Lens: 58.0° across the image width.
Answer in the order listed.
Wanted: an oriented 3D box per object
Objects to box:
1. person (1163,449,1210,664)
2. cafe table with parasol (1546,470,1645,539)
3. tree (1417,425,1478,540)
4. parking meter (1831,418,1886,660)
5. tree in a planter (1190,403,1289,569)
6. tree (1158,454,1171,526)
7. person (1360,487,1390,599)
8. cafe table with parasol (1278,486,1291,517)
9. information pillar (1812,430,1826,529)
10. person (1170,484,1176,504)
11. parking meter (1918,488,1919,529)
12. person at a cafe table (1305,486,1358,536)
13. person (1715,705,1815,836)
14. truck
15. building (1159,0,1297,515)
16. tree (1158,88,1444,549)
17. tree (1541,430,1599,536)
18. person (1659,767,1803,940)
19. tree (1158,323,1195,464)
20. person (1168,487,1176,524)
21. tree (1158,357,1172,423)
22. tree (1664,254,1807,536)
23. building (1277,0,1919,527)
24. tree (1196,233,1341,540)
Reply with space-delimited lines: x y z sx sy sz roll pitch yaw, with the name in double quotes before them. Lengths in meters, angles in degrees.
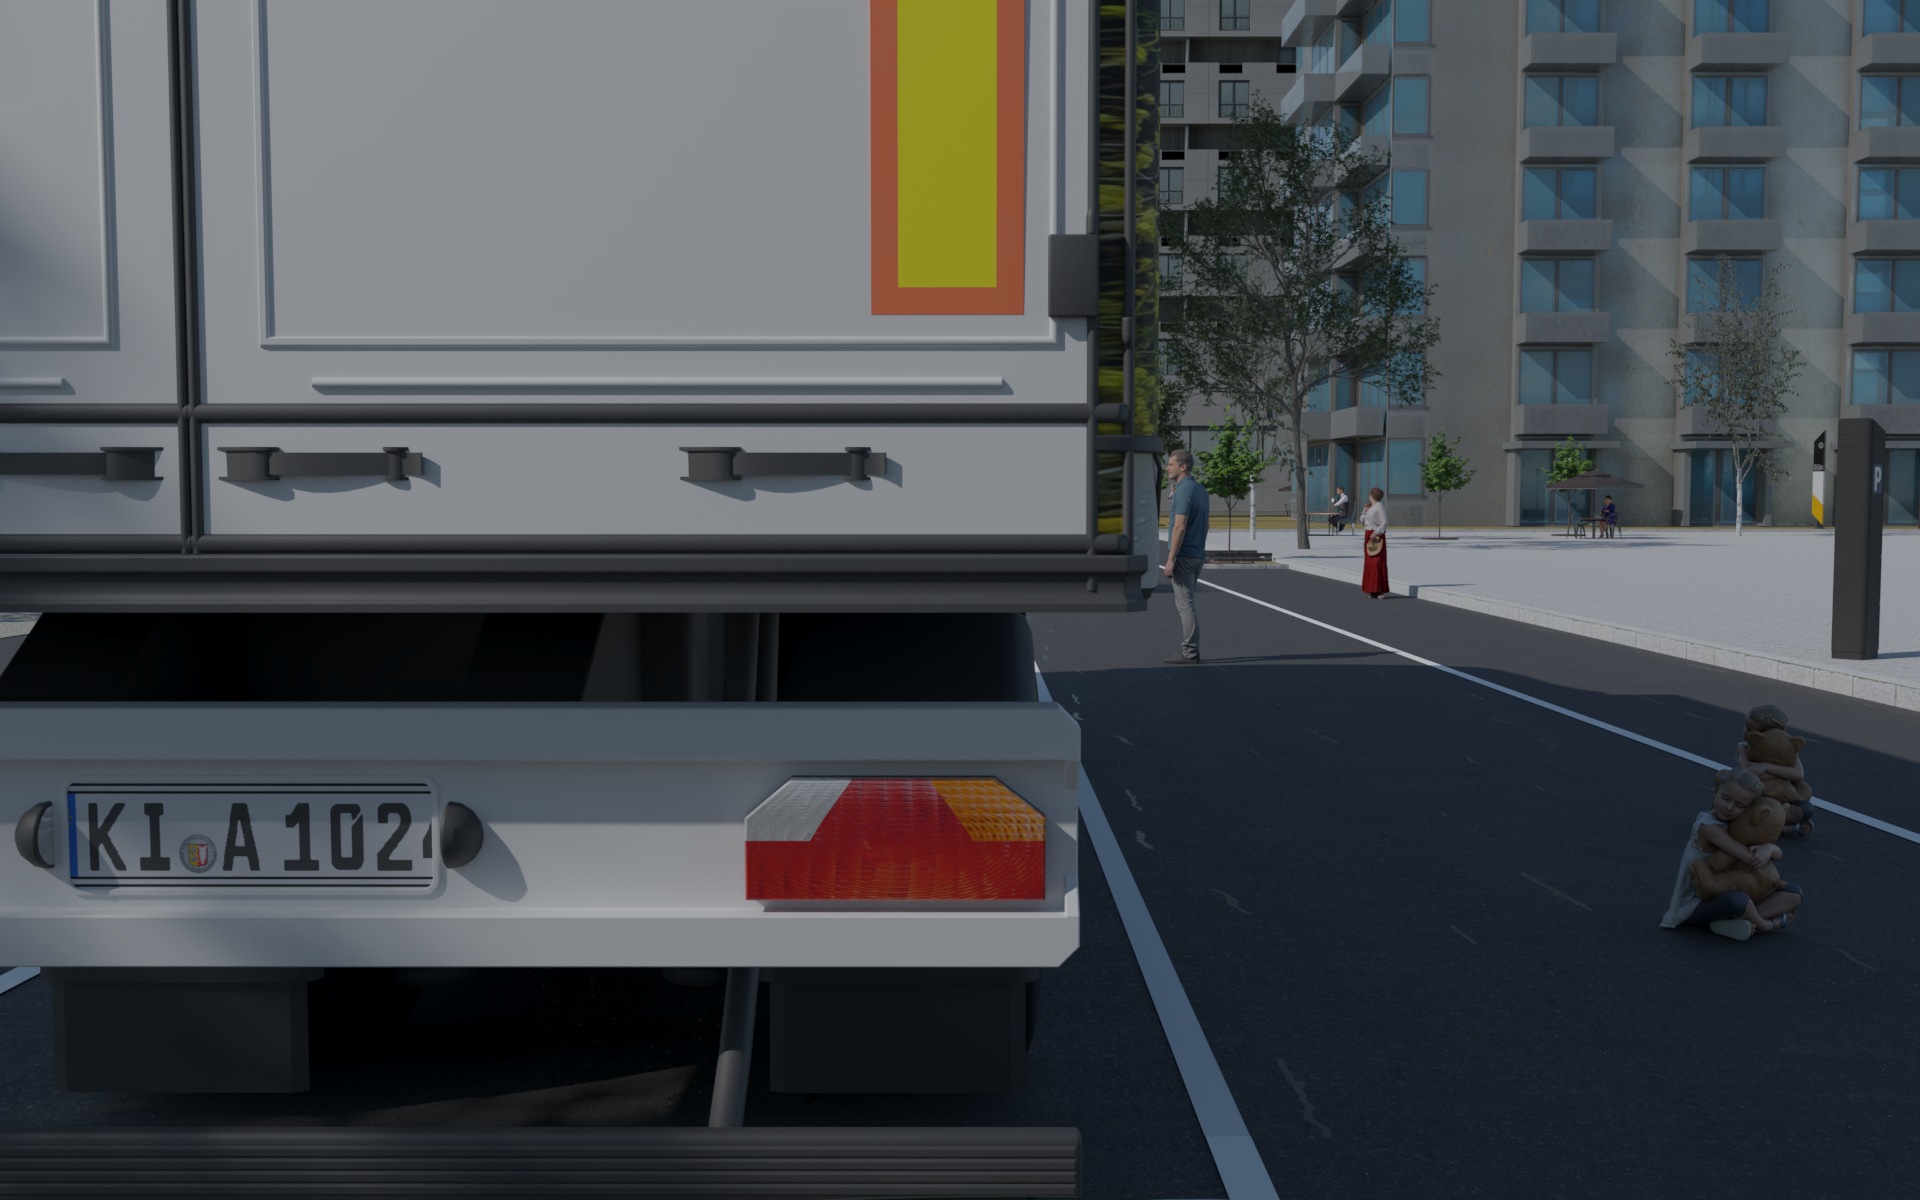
"person" 1.893 -0.371 14.697 0.434 1.807 0.598 3 4 38
"cafe table with parasol" 18.221 -2.744 49.734 2.610 1.966 2.610 2 4 28
"tree" 13.484 -3.309 48.697 1.663 3.219 1.824 0 3 0
"parking meter" 7.009 -0.477 13.509 0.255 1.863 0.399 3 5 44
"tree in a planter" 5.324 -2.256 34.103 1.991 3.239 1.994 0 3 0
"tree" 7.669 -4.612 70.005 1.663 3.219 1.824 0 3 0
"person" 5.710 -0.784 23.781 0.387 1.526 0.523 -1 4 -11
"cafe table with parasol" 18.757 -5.536 95.385 2.610 1.966 2.610 0 4 0
"information pillar" 31.655 -4.431 63.805 0.183 3.616 0.504 -1 4 -20
"person" 9.298 -4.180 75.325 0.756 1.711 0.436 -3 4 -37
"parking meter" 35.514 -3.546 63.694 0.399 1.863 0.255 3 5 45
"person at a cafe table" 11.388 -2.742 53.339 1.622 1.524 1.698 0 4 6
"person" 3.404 0.712 7.334 0.381 0.543 0.357 1 4 20
"truck" -0.954 -1.149 7.700 2.839 4.237 11.283 0 3 0
"building" 23.115 -32.465 120.040 28.713 52.752 27.495 0 3 0
"tree" 7.711 -6.471 40.209 7.601 10.594 8.767 2 4 23
"tree" 18.523 -3.570 52.963 1.663 3.219 1.824 0 3 0
"person" 2.515 0.815 5.646 0.381 0.543 0.357 -3 4 -38
"tree" 8.595 -11.032 97.377 9.611 12.733 9.660 0 3 0
"person" 9.113 -4.032 74.031 0.516 1.574 0.319 -2 4 -34
"tree" 7.712 -7.878 79.162 4.737 8.622 4.395 0 3 0
"tree" 23.585 -6.239 52.368 4.360 8.622 3.978 0 3 0
"building" 29.417 -27.905 75.861 30.456 49.044 23.786 0 3 0
"tree" 8.227 -5.964 47.879 4.360 8.622 3.978 0 3 0
